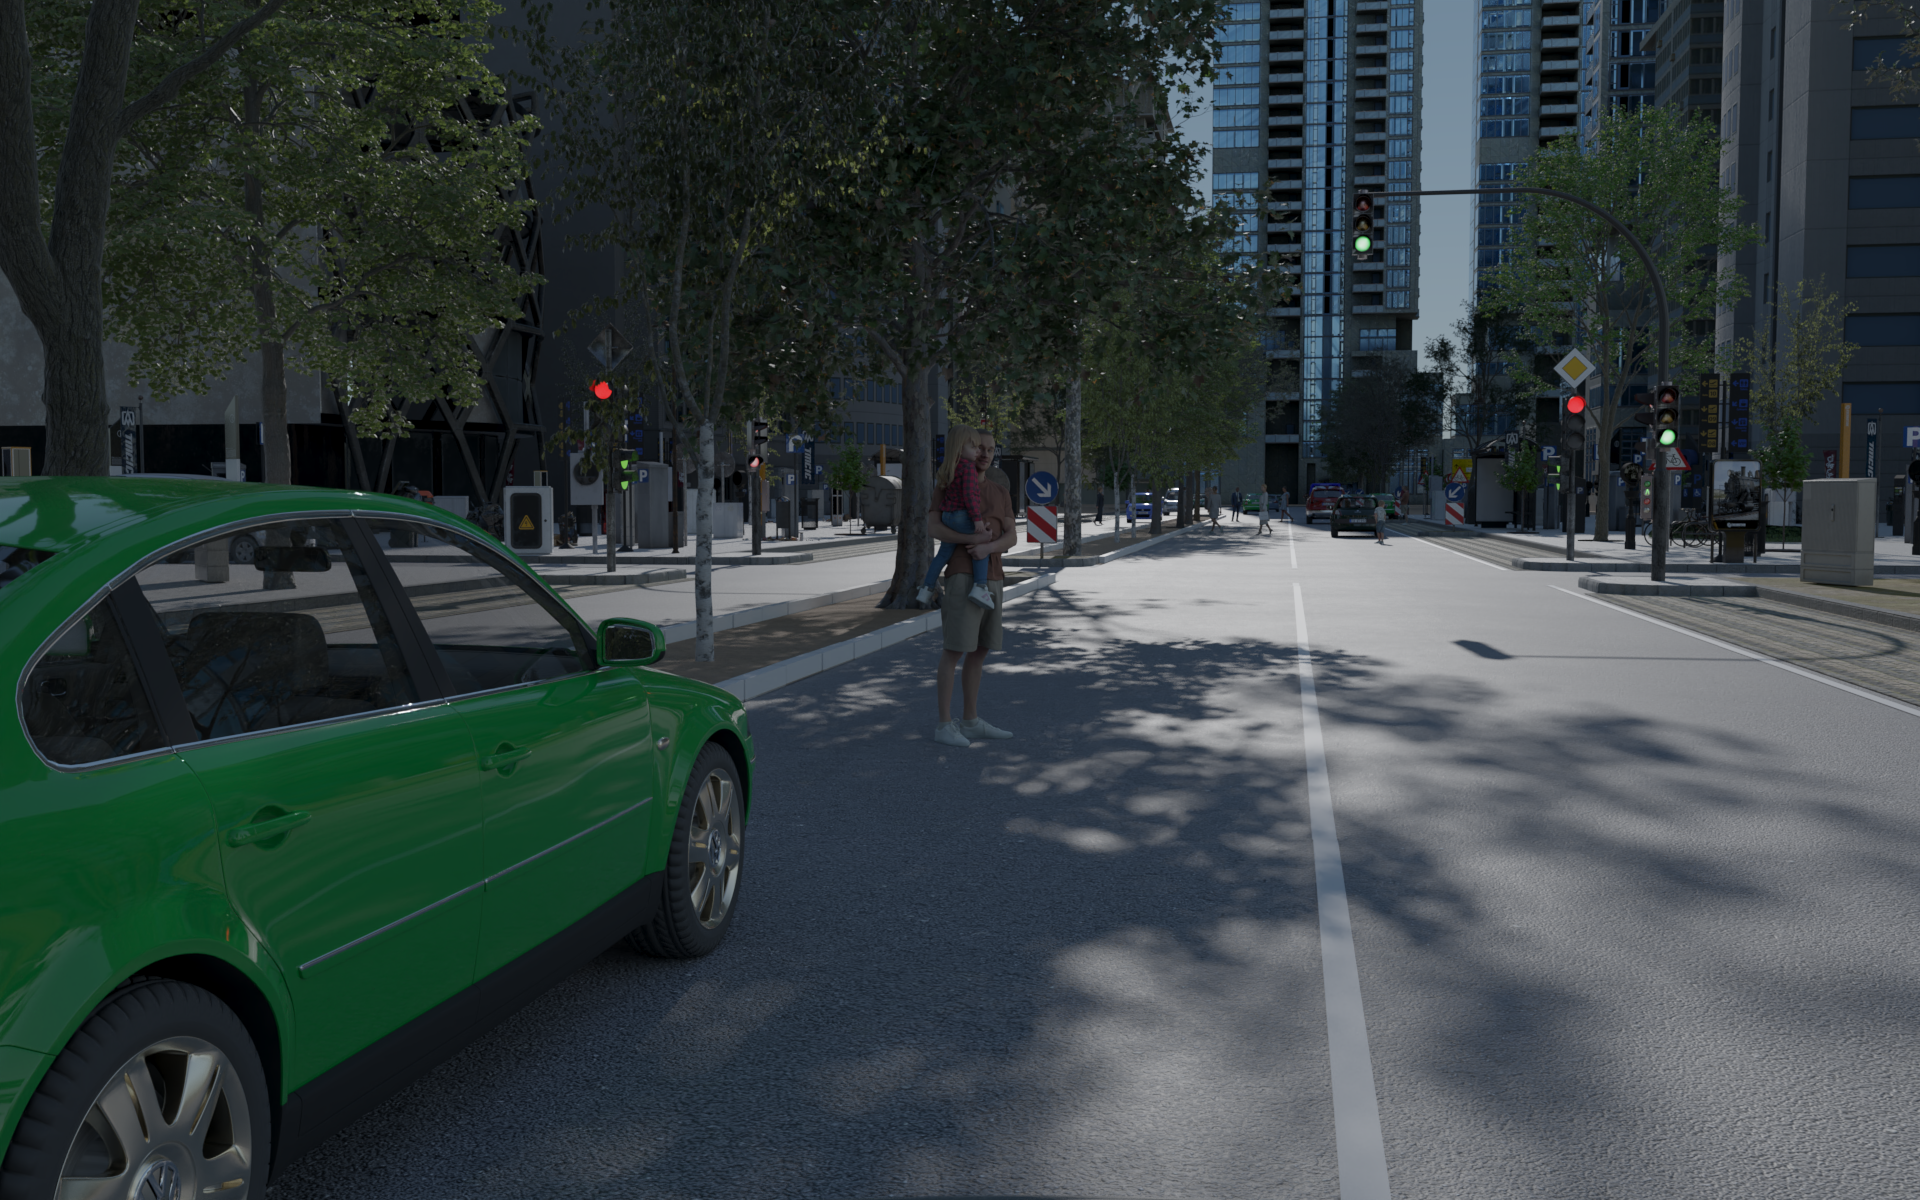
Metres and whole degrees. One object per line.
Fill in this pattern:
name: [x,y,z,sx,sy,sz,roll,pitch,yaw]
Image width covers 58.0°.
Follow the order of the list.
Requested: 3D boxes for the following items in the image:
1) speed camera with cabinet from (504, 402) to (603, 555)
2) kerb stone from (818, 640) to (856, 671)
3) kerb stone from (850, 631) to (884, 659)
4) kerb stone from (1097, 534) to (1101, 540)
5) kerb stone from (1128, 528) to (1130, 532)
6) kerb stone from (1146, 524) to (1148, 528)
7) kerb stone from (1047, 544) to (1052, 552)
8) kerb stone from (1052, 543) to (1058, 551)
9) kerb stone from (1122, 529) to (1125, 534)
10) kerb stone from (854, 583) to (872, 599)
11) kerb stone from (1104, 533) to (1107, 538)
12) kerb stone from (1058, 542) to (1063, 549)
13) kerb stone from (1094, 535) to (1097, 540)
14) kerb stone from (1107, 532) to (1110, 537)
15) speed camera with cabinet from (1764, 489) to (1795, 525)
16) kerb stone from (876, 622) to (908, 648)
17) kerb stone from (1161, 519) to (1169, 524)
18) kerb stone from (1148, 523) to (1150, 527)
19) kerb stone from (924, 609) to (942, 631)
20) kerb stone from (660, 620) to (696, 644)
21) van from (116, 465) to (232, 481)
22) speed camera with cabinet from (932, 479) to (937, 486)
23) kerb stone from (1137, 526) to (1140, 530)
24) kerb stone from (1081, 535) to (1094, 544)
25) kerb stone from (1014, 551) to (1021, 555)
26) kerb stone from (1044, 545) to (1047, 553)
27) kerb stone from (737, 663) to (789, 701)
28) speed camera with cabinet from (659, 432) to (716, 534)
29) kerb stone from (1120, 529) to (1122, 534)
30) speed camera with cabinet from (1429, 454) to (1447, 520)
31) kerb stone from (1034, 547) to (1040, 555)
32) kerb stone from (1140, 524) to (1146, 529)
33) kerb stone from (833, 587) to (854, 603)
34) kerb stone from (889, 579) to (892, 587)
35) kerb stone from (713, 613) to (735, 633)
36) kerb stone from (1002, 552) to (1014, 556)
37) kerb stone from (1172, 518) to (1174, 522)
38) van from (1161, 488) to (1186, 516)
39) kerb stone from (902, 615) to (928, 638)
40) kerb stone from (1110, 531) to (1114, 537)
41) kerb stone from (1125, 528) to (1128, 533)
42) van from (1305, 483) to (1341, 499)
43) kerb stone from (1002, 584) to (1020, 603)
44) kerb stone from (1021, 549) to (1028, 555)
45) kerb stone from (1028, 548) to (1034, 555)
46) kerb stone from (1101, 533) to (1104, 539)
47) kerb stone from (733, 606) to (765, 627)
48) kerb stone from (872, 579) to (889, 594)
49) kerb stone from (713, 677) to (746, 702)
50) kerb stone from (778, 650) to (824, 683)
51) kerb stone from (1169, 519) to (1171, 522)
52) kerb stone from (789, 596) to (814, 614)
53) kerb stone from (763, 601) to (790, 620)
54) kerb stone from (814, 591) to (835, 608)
speed camera with cabinet: [-8.633,-2.598,36.813,2.038,3.252,0.660,-1,4,-10]
kerb stone: [-1.072,0.471,14.498,0.120,0.150,1.000,1,4,11]
kerb stone: [-0.878,0.413,15.505,0.120,0.150,1.000,1,4,11]
kerb stone: [4.171,-1.925,53.667,0.120,0.150,1.000,1,4,11]
kerb stone: [6.074,-2.542,63.762,0.120,0.150,1.000,1,4,11]
kerb stone: [7.592,-3.035,71.820,0.120,0.150,1.000,1,4,11]
kerb stone: [2.085,-1.243,42.587,0.120,0.150,1.000,1,4,11]
kerb stone: [2.276,-1.309,43.591,0.120,0.150,1.000,1,4,11]
kerb stone: [5.698,-2.419,61.738,0.120,0.150,1.000,1,4,11]
kerb stone: [-1.426,-0.106,23.950,0.120,0.150,1.000,1,4,11]
kerb stone: [4.550,-2.049,55.689,0.120,0.150,1.000,1,4,11]
kerb stone: [2.468,-1.365,44.596,0.120,0.150,1.000,1,4,11]
kerb stone: [3.983,-1.863,52.662,0.120,0.150,1.000,1,4,11]
kerb stone: [4.733,-2.110,56.695,0.120,0.150,1.000,1,4,11]
speed camera with cabinet: [25.121,-3.592,53.061,0.660,3.252,2.038,1,4,16]
kerb stone: [-0.686,0.347,16.525,0.120,0.150,1.000,1,4,11]
kerb stone: [10.054,-3.836,84.919,0.120,0.150,1.000,1,4,11]
kerb stone: [7.781,-3.097,72.826,0.120,0.150,1.000,1,4,11]
kerb stone: [-0.305,0.223,18.544,0.120,0.150,1.000,1,4,11]
kerb stone: [-2.752,0.324,16.896,0.120,0.150,1.000,1,4,11]
van: [-15.149,-1.713,35.015,4.112,2.044,2.013,1,4,12]
speed camera with cabinet: [-0.650,-6.926,107.576,2.038,3.252,0.660,2,4,24]
kerb stone: [6.835,-2.786,67.786,0.120,0.150,1.000,1,4,11]
kerb stone: [3.802,-1.802,51.656,0.120,0.150,1.000,1,4,11]
kerb stone: [1.134,-0.940,37.559,0.120,0.150,1.000,1,4,11]
kerb stone: [1.891,-1.186,41.583,0.120,0.150,1.000,1,4,11]
kerb stone: [-1.452,0.594,12.478,0.120,0.150,1.000,1,4,11]
speed camera with cabinet: [-8.911,-3.757,55.760,2.038,3.252,0.660,-1,4,-10]
kerb stone: [5.499,-2.357,60.726,0.120,0.150,1.000,1,4,11]
speed camera with cabinet: [23.596,-5.575,85.491,0.660,3.252,2.038,0,4,7]
kerb stone: [1.706,-1.124,40.573,0.120,0.150,1.000,1,4,11]
kerb stone: [7.403,-2.967,70.801,0.120,0.150,1.000,1,4,11]
kerb stone: [-1.613,-0.043,22.945,0.120,0.150,1.000,1,4,11]
kerb stone: [-1.042,-0.229,25.964,0.120,0.150,1.000,1,4,11]
kerb stone: [-2.570,0.262,17.918,0.120,0.150,1.000,1,4,11]
kerb stone: [0.943,-0.878,36.555,0.120,0.150,1.000,1,4,11]
kerb stone: [10.627,-4.021,87.945,0.120,0.150,1.000,1,4,11]
van: [14.530,-6.666,116.007,2.013,2.044,4.112,1,4,11]
kerb stone: [-0.508,0.285,17.532,0.120,0.150,1.000,1,4,11]
kerb stone: [4.939,-2.169,57.704,0.120,0.150,1.000,1,4,11]
kerb stone: [5.883,-2.479,62.743,0.120,0.150,1.000,1,4,11]
van: [21.253,-5.900,100.845,2.240,2.365,5.245,1,4,11]
kerb stone: [0.645,-0.084,23.574,0.120,0.150,1.000,1,4,11]
kerb stone: [1.322,-0.997,38.564,0.120,0.150,1.000,1,4,11]
kerb stone: [1.511,-1.063,39.569,0.120,0.150,1.000,1,4,11]
kerb stone: [4.364,-1.987,54.684,0.120,0.150,1.000,1,4,11]
kerb stone: [-2.369,0.200,18.920,0.120,0.150,1.000,1,4,11]
kerb stone: [-1.230,-0.169,24.955,0.120,0.150,1.000,1,4,11]
kerb stone: [-1.643,0.657,11.473,0.120,0.150,1.000,1,4,11]
kerb stone: [-1.269,0.532,13.492,0.120,0.150,1.000,1,4,11]
kerb stone: [10.254,-3.895,85.931,0.120,0.150,1.000,1,4,11]
kerb stone: [-1.989,0.078,20.928,0.120,0.150,1.000,1,4,11]
kerb stone: [-2.184,0.139,19.925,0.120,0.150,1.000,1,4,11]
kerb stone: [-1.808,0.024,21.942,0.120,0.150,1.000,1,4,11]
